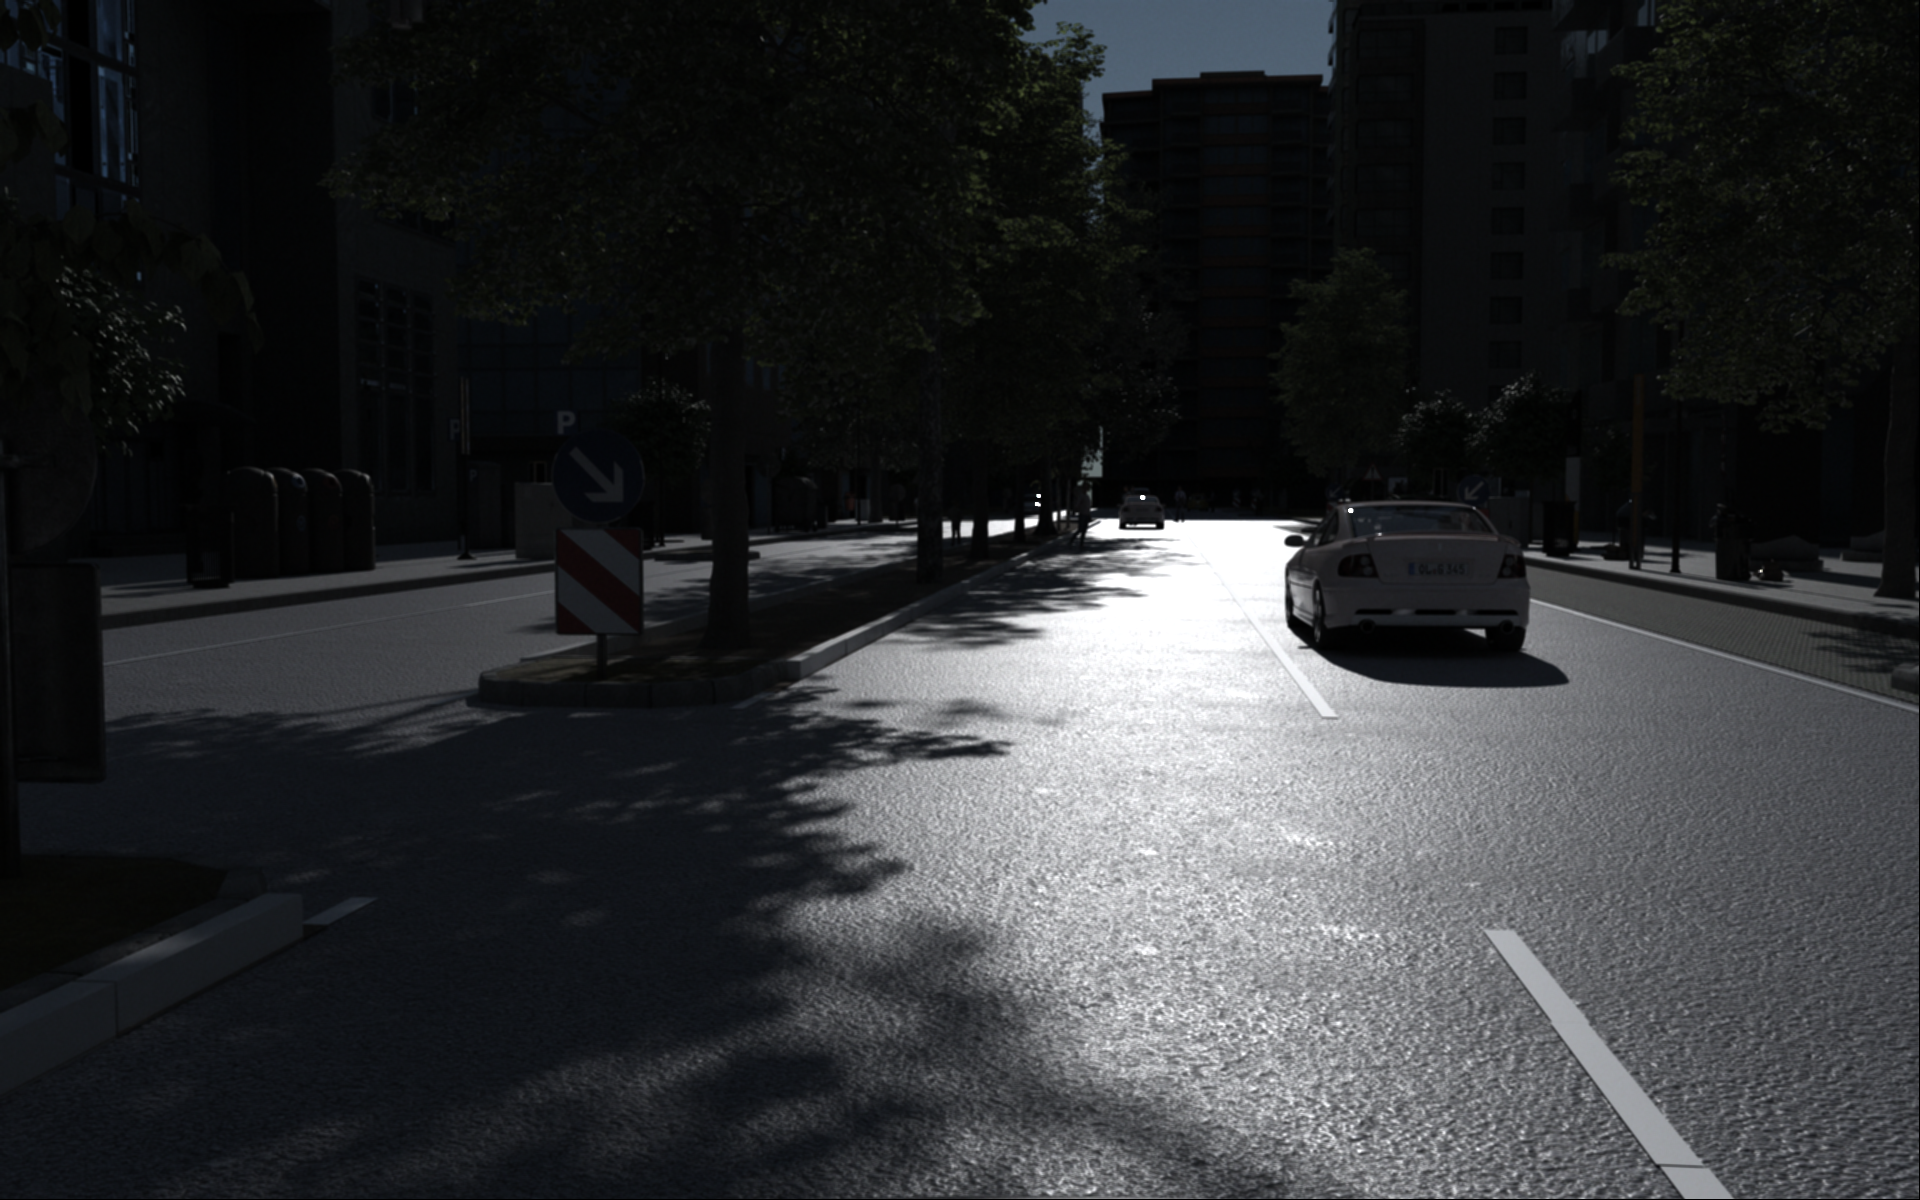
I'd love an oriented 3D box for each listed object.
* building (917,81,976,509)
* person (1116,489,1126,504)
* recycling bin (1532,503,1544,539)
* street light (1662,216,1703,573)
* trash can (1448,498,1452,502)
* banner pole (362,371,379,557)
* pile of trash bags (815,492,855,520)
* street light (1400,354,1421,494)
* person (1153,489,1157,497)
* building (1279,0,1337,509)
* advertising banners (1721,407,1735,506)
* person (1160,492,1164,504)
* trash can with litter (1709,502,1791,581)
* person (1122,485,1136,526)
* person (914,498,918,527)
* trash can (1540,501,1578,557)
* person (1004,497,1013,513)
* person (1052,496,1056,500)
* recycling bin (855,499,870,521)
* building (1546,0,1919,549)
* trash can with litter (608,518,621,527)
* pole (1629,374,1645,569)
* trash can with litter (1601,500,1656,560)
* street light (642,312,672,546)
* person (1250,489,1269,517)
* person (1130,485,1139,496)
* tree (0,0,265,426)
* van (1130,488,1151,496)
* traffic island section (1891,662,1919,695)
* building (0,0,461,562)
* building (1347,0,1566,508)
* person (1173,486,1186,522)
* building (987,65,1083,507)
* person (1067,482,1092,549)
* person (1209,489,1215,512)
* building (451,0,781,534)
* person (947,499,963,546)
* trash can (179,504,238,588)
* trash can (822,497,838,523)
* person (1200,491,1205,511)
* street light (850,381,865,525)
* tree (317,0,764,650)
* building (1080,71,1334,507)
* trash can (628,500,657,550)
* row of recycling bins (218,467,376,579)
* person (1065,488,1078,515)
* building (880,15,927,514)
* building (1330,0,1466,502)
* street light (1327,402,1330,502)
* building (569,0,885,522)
[{"bbox_3d":[-4.818,-28.805,154.555,14.086,41.232,14.154,0,4,6],"label":"building"},{"bbox_3d":[12.735,-7.728,134.849,1.348,1.824,0.705,3,5,43],"label":"person"},{"bbox_3d":[16.214,-2.258,49.478,0.722,1.027,0.722,-3,5,-43],"label":"recycling bin"},{"bbox_3d":[11.644,-3.378,28.017,0.468,5.910,1.993,0,4,6],"label":"street light"},{"bbox_3d":[17.656,-3.171,63.493,0.748,1.137,0.748,0,3,0],"label":"trash can"},{"bbox_3d":[-11.988,-2.759,35.124,0.401,3.779,0.863,-2,4,-27],"label":"banner pole"},{"bbox_3d":[-6.535,-4.710,86.764,1.912,1.369,3.447,3,5,41],"label":"pile of trash bags"},{"bbox_3d":[14.848,-5.164,57.218,0.468,5.910,1.993,0,4,6],"label":"street light"},{"bbox_3d":[14.890,-7.583,132.508,0.705,1.821,1.348,1,4,22],"label":"person"},{"bbox_3d":[38.685,-50.603,140.032,22.319,86.520,31.000,0,4,6],"label":"building"},{"bbox_3d":[15.807,-2.410,35.595,0.090,3.025,2.074,2,4,33],"label":"advertising banners"},{"bbox_3d":[19.037,-9.374,163.242,0.415,1.643,0.593,1,4,22],"label":"person"},{"bbox_3d":[11.785,-0.884,25.846,1.055,1.170,0.624,1,4,10],"label":"trash can with litter"},{"bbox_3d":[7.362,-4.134,76.192,0.778,1.811,0.616,0,4,0],"label":"person"},{"bbox_3d":[-1.748,-3.977,76.126,0.523,1.515,0.503,2,4,28],"label":"person"},{"bbox_3d":[12.349,-1.473,35.739,0.748,1.137,0.748,0,3,0],"label":"trash can"},{"bbox_3d":[3.303,-6.669,118.228,0.721,1.739,1.217,2,4,31],"label":"person"},{"bbox_3d":[8.210,-9.096,157.935,1.217,1.735,0.721,3,4,38],"label":"person"},{"bbox_3d":[-4.572,-4.342,83.551,0.722,1.027,0.722,2,4,33],"label":"recycling bin"},{"bbox_3d":[30.921,-26.401,51.269,23.786,49.044,30.456,0,4,6],"label":"building"},{"bbox_3d":[-7.946,-1.656,38.463,0.624,1.170,1.055,-2,4,-33],"label":"trash can with litter"},{"bbox_3d":[11.528,-2.180,29.478,0.158,3.312,0.155,0,3,0],"label":"pole"},{"bbox_3d":[13.028,-1.371,33.797,1.055,1.170,0.624,-3,4,-37],"label":"trash can with litter"},{"bbox_3d":[-7.315,-4.253,42.326,0.468,5.910,1.993,0,4,6],"label":"street light"},{"bbox_3d":[19.098,-6.197,110.557,1.217,1.736,0.721,1,4,9],"label":"person"},{"bbox_3d":[8.310,-4.528,82.334,0.655,1.846,0.447,-1,4,-21],"label":"person"},{"bbox_3d":[-3.044,-3.104,3.574,4.737,8.622,4.395,0,3,0],"label":"tree"},{"bbox_3d":[12.360,-6.853,119.061,2.013,2.044,4.112,0,4,6],"label":"van"},{"bbox_3d":[7.735,0.644,11.756,2.009,0.180,2.903,0,4,6],"label":"traffic island section"},{"bbox_3d":[-24.678,-43.937,31.035,22.319,86.520,31.000,0,4,6],"label":"building"},{"bbox_3d":[30.494,-20.417,105.513,14.160,30.474,14.107,0,4,6],"label":"building"},{"bbox_3d":[11.351,-4.984,89.853,0.709,1.838,0.599,2,4,30],"label":"person"},{"bbox_3d":[5.561,-32.537,182.092,14.200,45.320,14.600,0,4,6],"label":"building"},{"bbox_3d":[3.051,-2.176,44.754,0.598,1.740,0.731,1,4,21],"label":"person"},{"bbox_3d":[19.727,-7.765,135.440,0.705,1.826,1.348,1,4,17],"label":"person"},{"bbox_3d":[-14.398,-25.184,61.874,14.600,45.320,14.200,0,4,6],"label":"building"},{"bbox_3d":[-0.130,-2.115,47.345,0.475,1.303,0.640,1,4,10],"label":"person"},{"bbox_3d":[-10.276,-0.739,23.731,0.748,1.137,0.748,0,3,0],"label":"trash can"},{"bbox_3d":[-5.865,-4.068,78.172,0.748,1.137,0.748,0,3,0],"label":"trash can"},{"bbox_3d":[20.482,-8.373,146.312,0.530,1.710,0.541,1,4,17],"label":"person"},{"bbox_3d":[-4.152,-6.008,71.025,0.468,5.910,1.993,0,4,6],"label":"street light"},{"bbox_3d":[-2.201,-5.840,16.073,7.486,12.596,7.792,0,3,0],"label":"tree"},{"bbox_3d":[27.683,-32.295,182.644,28.867,44.769,22.147,0,4,6],"label":"building"},{"bbox_3d":[-7.311,-1.717,39.719,0.748,1.137,0.748,0,3,0],"label":"trash can"},{"bbox_3d":[-10.609,-1.262,27.748,1.069,1.692,3.534,1,4,13],"label":"row of recycling bins"},{"bbox_3d":[7.698,-6.769,119.187,1.348,1.822,0.705,-3,5,-39],"label":"person"},{"bbox_3d":[-14.159,-30.544,119.005,23.786,49.044,30.456,0,4,6],"label":"building"},{"bbox_3d":[32.698,-26.638,119.131,14.154,41.232,14.086,0,4,6],"label":"building"},{"bbox_3d":[18.202,-6.900,85.605,0.468,5.910,1.993,0,4,6],"label":"street light"},{"bbox_3d":[-12.085,-27.283,96.188,14.600,45.320,14.200,0,4,6],"label":"building"}]
